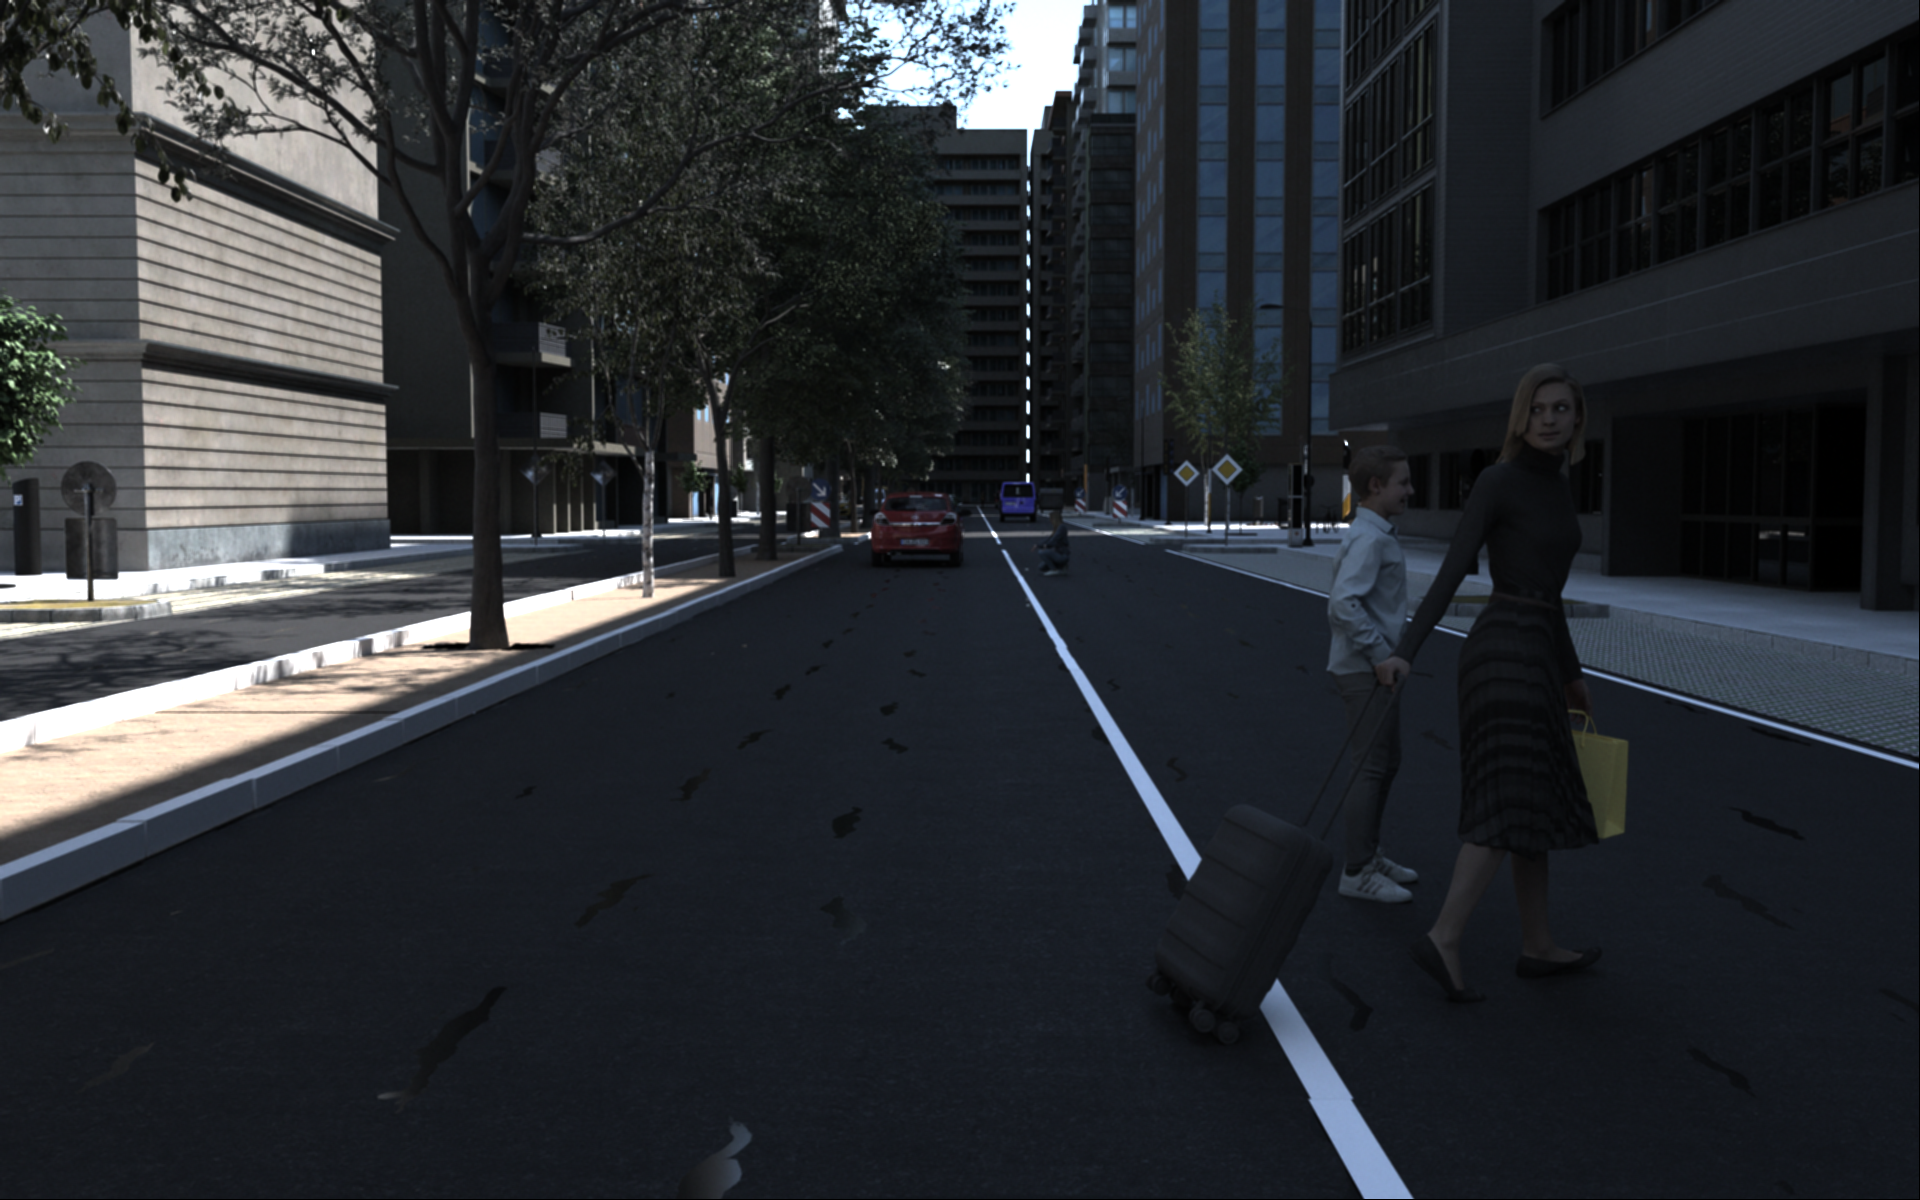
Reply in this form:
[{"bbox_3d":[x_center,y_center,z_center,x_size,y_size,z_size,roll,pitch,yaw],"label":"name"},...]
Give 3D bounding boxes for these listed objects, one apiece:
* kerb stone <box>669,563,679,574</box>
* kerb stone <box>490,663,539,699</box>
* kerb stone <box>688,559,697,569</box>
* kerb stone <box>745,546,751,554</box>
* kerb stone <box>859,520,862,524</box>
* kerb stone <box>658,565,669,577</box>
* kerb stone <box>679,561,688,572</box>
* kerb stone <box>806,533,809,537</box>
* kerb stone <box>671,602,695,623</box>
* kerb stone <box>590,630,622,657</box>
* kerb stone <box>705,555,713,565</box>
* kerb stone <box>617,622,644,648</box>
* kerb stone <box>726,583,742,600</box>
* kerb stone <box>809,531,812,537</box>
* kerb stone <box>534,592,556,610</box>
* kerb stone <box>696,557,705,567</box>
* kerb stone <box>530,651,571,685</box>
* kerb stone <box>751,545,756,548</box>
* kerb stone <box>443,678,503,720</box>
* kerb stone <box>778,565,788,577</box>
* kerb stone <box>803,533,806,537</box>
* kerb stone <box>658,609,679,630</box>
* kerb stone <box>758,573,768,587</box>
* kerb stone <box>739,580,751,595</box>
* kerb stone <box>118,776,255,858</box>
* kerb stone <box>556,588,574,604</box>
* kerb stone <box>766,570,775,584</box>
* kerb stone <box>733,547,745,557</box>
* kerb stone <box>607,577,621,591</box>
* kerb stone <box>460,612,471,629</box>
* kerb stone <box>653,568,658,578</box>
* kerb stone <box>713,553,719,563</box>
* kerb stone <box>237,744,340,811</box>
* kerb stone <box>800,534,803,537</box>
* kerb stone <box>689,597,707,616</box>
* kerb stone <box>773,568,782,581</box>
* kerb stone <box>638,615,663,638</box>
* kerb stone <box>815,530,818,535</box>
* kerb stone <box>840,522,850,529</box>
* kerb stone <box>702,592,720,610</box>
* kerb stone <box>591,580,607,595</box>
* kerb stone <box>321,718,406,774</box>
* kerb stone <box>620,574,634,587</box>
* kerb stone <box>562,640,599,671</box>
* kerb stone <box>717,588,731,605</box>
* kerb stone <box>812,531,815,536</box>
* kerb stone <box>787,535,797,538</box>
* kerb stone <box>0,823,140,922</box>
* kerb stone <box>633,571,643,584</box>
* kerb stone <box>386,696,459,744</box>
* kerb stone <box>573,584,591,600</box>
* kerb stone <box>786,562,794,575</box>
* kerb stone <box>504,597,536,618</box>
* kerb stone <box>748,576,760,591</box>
[{"bbox_3d":[-5.206,-0.533,30.915,0.120,0.150,1.000,0,4,0],"label":"kerb stone"},{"bbox_3d":[-3.227,0.597,12.435,0.120,0.150,1.000,0,4,0],"label":"kerb stone"},{"bbox_3d":[-5.197,-0.656,32.970,0.120,0.150,1.000,0,4,0],"label":"kerb stone"},{"bbox_3d":[-5.158,-1.158,41.166,0.120,0.150,1.000,0,4,0],"label":"kerb stone"},{"bbox_3d":[-4.877,-3.952,86.816,0.120,0.150,1.000,0,4,0],"label":"kerb stone"},{"bbox_3d":[-5.219,-0.470,29.888,0.120,0.150,1.000,0,4,0],"label":"kerb stone"},{"bbox_3d":[-5.207,-0.596,31.944,0.120,0.150,1.000,0,4,0],"label":"kerb stone"},{"bbox_3d":[-5.063,-2.070,56.037,0.120,0.150,1.000,0,4,0],"label":"kerb stone"},{"bbox_3d":[-3.173,0.159,19.599,0.120,0.150,1.000,0,4,0],"label":"kerb stone"},{"bbox_3d":[-3.207,0.410,15.503,0.120,0.150,1.000,0,4,0],"label":"kerb stone"},{"bbox_3d":[-5.190,-0.784,35.019,0.120,0.150,1.000,0,4,0],"label":"kerb stone"},{"bbox_3d":[-3.194,0.348,16.529,0.120,0.150,1.000,0,4,0],"label":"kerb stone"},{"bbox_3d":[-3.150,-0.092,23.694,0.120,0.150,1.000,0,4,0],"label":"kerb stone"},{"bbox_3d":[-5.061,-2.124,57.059,0.120,0.150,1.000,0,4,0],"label":"kerb stone"},{"bbox_3d":[-5.268,0.032,21.666,0.120,0.150,1.000,0,4,0],"label":"kerb stone"},{"bbox_3d":[-5.194,-0.717,33.992,0.120,0.150,1.000,0,4,0],"label":"kerb stone"},{"bbox_3d":[-3.215,0.537,13.459,0.120,0.150,1.000,0,4,0],"label":"kerb stone"},{"bbox_3d":[-5.150,-1.222,42.193,0.120,0.150,1.000,0,4,0],"label":"kerb stone"},{"bbox_3d":[-3.226,0.659,11.413,0.120,0.150,1.000,0,4,0],"label":"kerb stone"},{"bbox_3d":[-3.116,-0.469,29.857,0.120,0.150,1.000,0,4,0],"label":"kerb stone"},{"bbox_3d":[-5.072,-2.007,55.010,0.120,0.150,1.000,0,4,0],"label":"kerb stone"},{"bbox_3d":[-3.182,0.231,18.578,0.120,0.150,1.000,0,4,0],"label":"kerb stone"},{"bbox_3d":[-3.130,-0.277,26.780,0.120,0.150,1.000,0,4,0],"label":"kerb stone"},{"bbox_3d":[-3.146,-0.154,24.726,0.120,0.150,1.000,0,4,0],"label":"kerb stone"},{"bbox_3d":[-3.255,0.910,7.311,0.120,0.150,1.000,0,4,0],"label":"kerb stone"},{"bbox_3d":[-5.263,-0.026,22.692,0.120,0.150,1.000,0,4,0],"label":"kerb stone"},{"bbox_3d":[-3.124,-0.343,27.803,0.120,0.150,1.000,0,4,0],"label":"kerb stone"},{"bbox_3d":[-5.158,-1.097,40.136,0.120,0.150,1.000,0,4,0],"label":"kerb stone"},{"bbox_3d":[-5.242,-0.213,25.769,0.120,0.150,1.000,0,4,0],"label":"kerb stone"},{"bbox_3d":[-5.285,0.224,18.596,0.120,0.150,1.000,0,4,0],"label":"kerb stone"},{"bbox_3d":[-5.224,-0.405,28.859,0.120,0.150,1.000,0,4,0],"label":"kerb stone"},{"bbox_3d":[-5.183,-0.844,36.048,0.120,0.150,1.000,0,4,0],"label":"kerb stone"},{"bbox_3d":[-3.241,0.852,8.334,0.120,0.150,1.000,0,4,0],"label":"kerb stone"},{"bbox_3d":[-5.073,-1.944,53.988,0.120,0.150,1.000,0,4,0],"label":"kerb stone"},{"bbox_3d":[-3.175,0.096,20.623,0.120,0.150,1.000,0,4,0],"label":"kerb stone"},{"bbox_3d":[-3.117,-0.399,28.825,0.120,0.150,1.000,0,4,0],"label":"kerb stone"},{"bbox_3d":[-3.190,0.288,17.555,0.120,0.150,1.000,0,4,0],"label":"kerb stone"},{"bbox_3d":[-5.047,-2.258,59.115,0.120,0.150,1.000,0,4,0],"label":"kerb stone"},{"bbox_3d":[-4.949,-3.198,74.490,0.120,0.150,1.000,0,4,0],"label":"kerb stone"},{"bbox_3d":[-3.166,0.034,21.645,0.120,0.150,1.000,0,4,0],"label":"kerb stone"},{"bbox_3d":[-5.247,-0.152,24.739,0.120,0.150,1.000,0,4,0],"label":"kerb stone"},{"bbox_3d":[-3.233,0.789,9.356,0.120,0.150,1.000,0,4,0],"label":"kerb stone"},{"bbox_3d":[-5.240,-0.279,26.805,0.120,0.150,1.000,0,4,0],"label":"kerb stone"},{"bbox_3d":[-3.210,0.474,14.481,0.120,0.150,1.000,0,4,0],"label":"kerb stone"},{"bbox_3d":[-3.157,-0.023,22.667,0.120,0.150,1.000,0,4,0],"label":"kerb stone"},{"bbox_3d":[-5.052,-2.196,58.093,0.120,0.150,1.000,0,4,0],"label":"kerb stone"},{"bbox_3d":[-5.083,-1.819,51.943,0.120,0.150,1.000,0,4,0],"label":"kerb stone"},{"bbox_3d":[-3.258,0.977,6.290,0.120,0.150,1.000,0,4,0],"label":"kerb stone"},{"bbox_3d":[-5.232,-0.343,27.828,0.120,0.150,1.000,0,4,0],"label":"kerb stone"},{"bbox_3d":[-3.233,0.722,10.391,0.120,0.150,1.000,0,4,0],"label":"kerb stone"},{"bbox_3d":[-5.255,-0.093,23.713,0.120,0.150,1.000,0,4,0],"label":"kerb stone"},{"bbox_3d":[-3.112,-0.531,30.879,0.120,0.150,1.000,0,4,0],"label":"kerb stone"},{"bbox_3d":[-5.273,0.095,20.644,0.120,0.150,1.000,0,4,0],"label":"kerb stone"},{"bbox_3d":[-3.135,-0.216,25.756,0.120,0.150,1.000,0,4,0],"label":"kerb stone"}]
